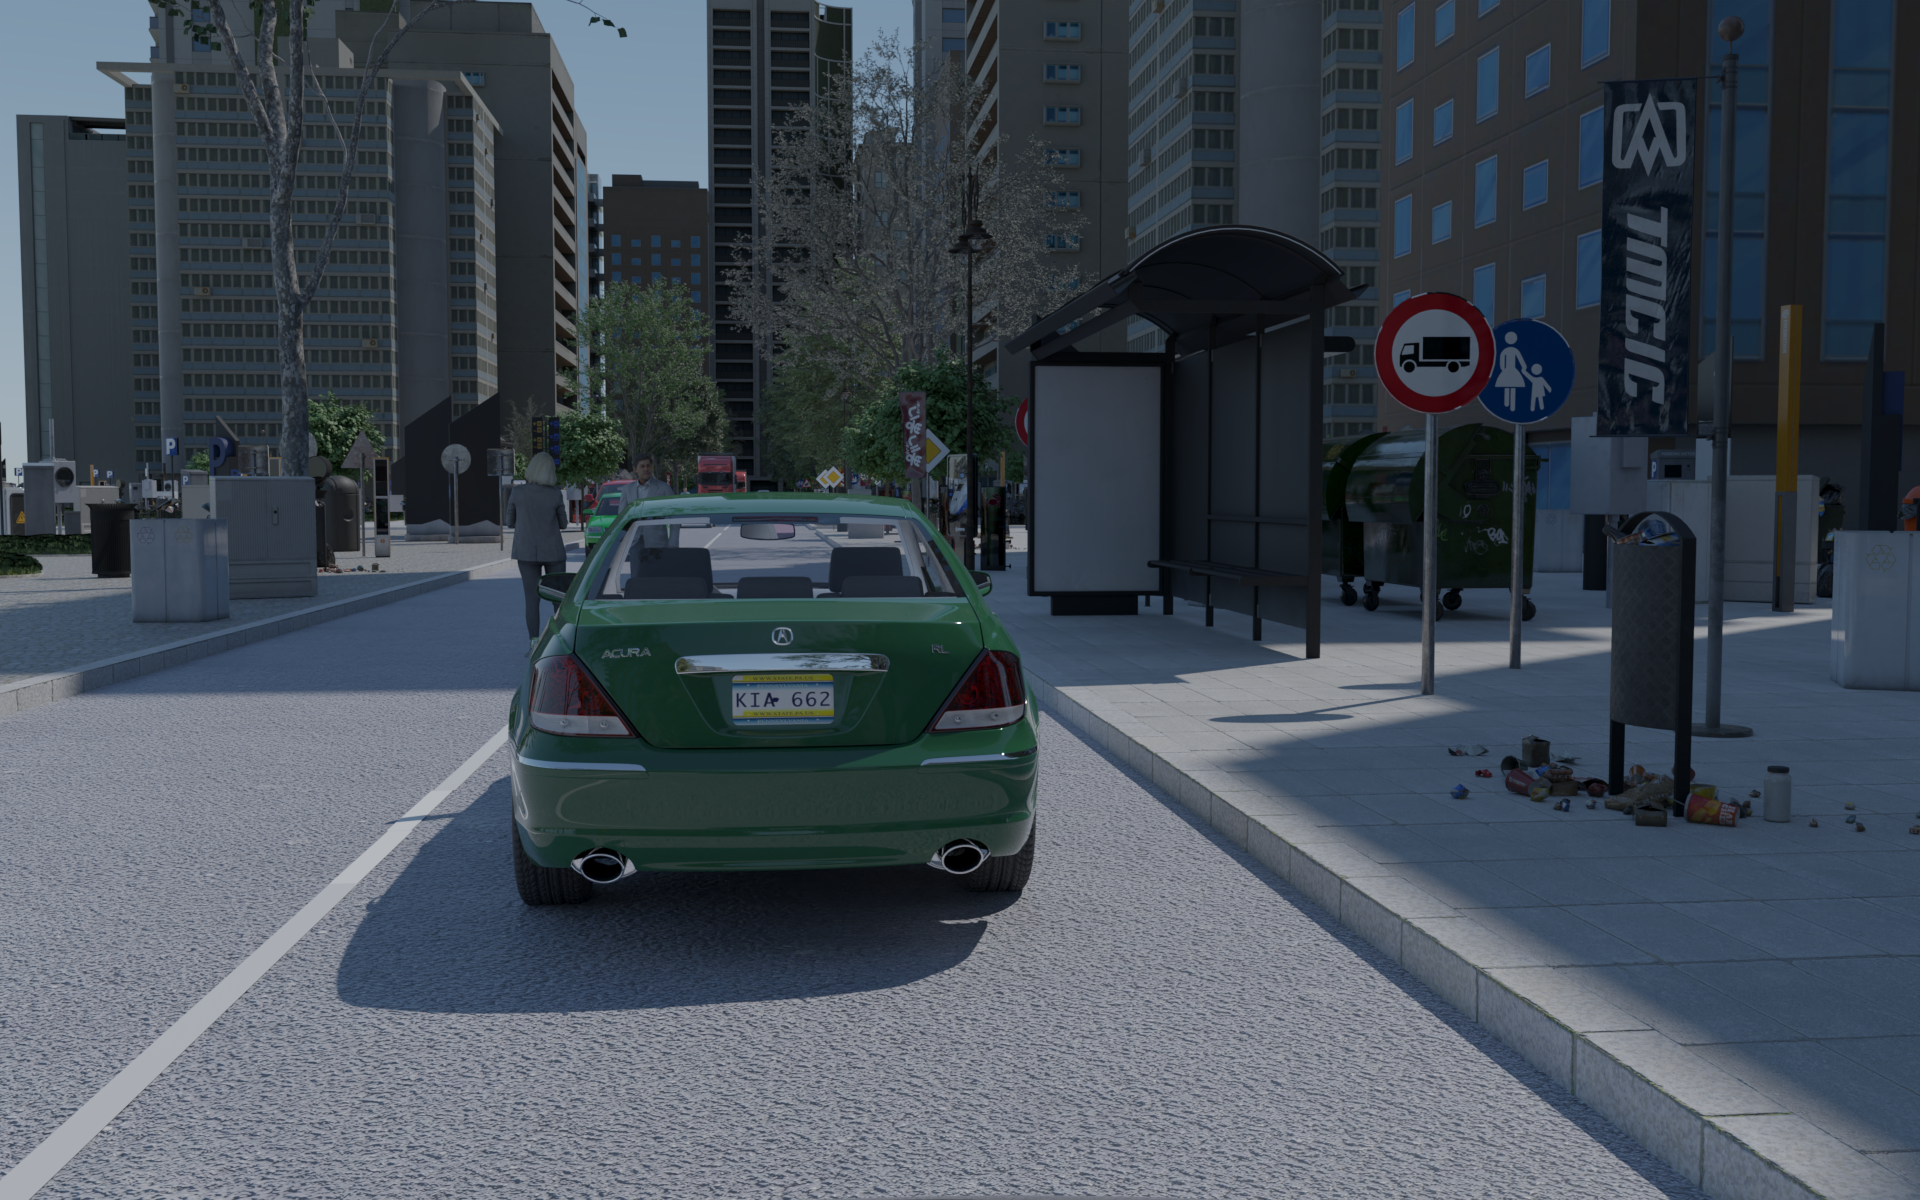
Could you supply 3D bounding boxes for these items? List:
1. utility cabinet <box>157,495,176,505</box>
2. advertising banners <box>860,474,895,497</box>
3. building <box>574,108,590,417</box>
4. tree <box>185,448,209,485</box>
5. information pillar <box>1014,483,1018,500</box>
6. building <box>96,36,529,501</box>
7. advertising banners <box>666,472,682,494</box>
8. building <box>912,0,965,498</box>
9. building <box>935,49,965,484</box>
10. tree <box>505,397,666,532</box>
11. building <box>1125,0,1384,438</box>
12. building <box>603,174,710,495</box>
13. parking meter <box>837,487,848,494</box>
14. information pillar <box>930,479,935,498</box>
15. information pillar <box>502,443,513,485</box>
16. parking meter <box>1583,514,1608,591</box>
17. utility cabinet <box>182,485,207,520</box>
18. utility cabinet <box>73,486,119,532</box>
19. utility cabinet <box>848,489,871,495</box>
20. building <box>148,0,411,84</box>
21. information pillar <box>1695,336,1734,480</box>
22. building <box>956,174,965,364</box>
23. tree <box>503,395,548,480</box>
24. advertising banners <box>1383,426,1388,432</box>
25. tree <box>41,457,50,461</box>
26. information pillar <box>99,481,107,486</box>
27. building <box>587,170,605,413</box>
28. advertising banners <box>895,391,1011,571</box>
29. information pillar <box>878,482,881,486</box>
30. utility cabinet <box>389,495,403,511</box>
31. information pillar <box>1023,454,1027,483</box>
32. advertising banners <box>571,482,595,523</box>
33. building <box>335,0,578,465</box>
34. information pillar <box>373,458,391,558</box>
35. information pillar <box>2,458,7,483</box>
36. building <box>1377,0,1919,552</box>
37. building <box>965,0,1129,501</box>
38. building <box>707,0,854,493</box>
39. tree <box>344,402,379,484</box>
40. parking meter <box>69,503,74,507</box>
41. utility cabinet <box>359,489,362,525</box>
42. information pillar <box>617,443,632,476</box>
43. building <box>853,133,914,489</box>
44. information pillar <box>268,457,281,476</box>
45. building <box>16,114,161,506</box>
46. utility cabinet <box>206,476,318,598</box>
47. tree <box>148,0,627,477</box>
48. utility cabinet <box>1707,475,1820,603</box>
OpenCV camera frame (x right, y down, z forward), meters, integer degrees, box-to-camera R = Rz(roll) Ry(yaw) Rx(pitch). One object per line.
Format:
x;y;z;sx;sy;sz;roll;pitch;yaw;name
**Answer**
-49.817;-5.968;108.740;1.020;1.237;0.306;0;4;3;utility cabinet
-2.561;-3.909;60.104;2.074;3.025;0.090;0;4;1;advertising banners
-49.814;-33.363;195.603;14.200;45.320;14.600;0;4;-6;building
-53.357;-8.522;123.051;4.285;4.588;4.351;0;3;0;tree
3.702;-6.583;112.120;0.304;2.012;0.304;-1;4;-12;information pillar
-54.171;-28.133;151.857;32.217;40.220;23.993;0;4;-6;building
-22.657;-8.677;138.050;0.090;3.025;2.074;3;4;38;advertising banners
5.279;-39.902;194.390;21.231;58.520;28.212;0;4;-6;building
5.106;-31.984;173.042;14.600;45.320;14.200;0;4;-6;building
-12.965;-4.604;58.982;4.285;4.588;4.351;0;3;0;tree
23.287;-25.049;101.438;23.993;40.220;32.217;0;4;-6;building
-42.592;-36.431;245.761;14.200;45.320;14.600;0;4;-6;building
-3.986;-3.076;58.704;0.372;1.533;0.369;0;3;0;parking meter
-1.252;-5.117;75.012;0.183;3.616;0.504;2;4;31;information pillar
-20.865;-5.418;79.936;0.504;3.616;0.183;-2;4;-35;information pillar
8.523;-0.899;23.114;0.372;1.533;0.369;0;3;0;parking meter
-18.837;-2.125;43.417;1.173;1.500;0.318;-1;4;-20;utility cabinet
-23.508;-2.355;47.177;0.318;1.500;1.173;2;4;26;utility cabinet
-4.776;-4.438;81.234;1.173;1.500;0.318;-2;4;-34;utility cabinet
-71.285;-39.557;188.762;28.212;58.520;21.231;0;4;-6;building
11.246;-2.108;25.824;0.504;3.616;0.183;2;4;34;information pillar
6.415;-23.714;159.426;14.160;30.474;14.107;0;4;-6;building
-32.420;-10.915;128.822;4.360;8.622;3.978;0;3;0;tree
10.971;-3.015;45.487;0.090;3.025;2.074;0;4;2;advertising banners
-42.613;-5.318;81.554;1.663;3.219;1.824;0;3;0;tree
-47.835;-5.640;96.701;0.304;2.012;0.304;-1;4;-11;information pillar
-65.650;-38.498;249.047;30.456;49.044;23.786;0;4;-6;building
-0.106;-2.017;29.165;2.074;3.025;0.090;2;4;25;advertising banners
-4.923;-7.150;108.260;0.504;3.616;0.183;-1;4;-21;information pillar
-33.493;-5.589;102.548;1.020;1.237;0.306;-3;5;-44;utility cabinet
3.904;-6.712;101.090;0.504;3.616;0.183;3;4;39;information pillar
-16.819;-4.867;75.770;2.074;3.025;0.090;-2;4;-34;advertising banners
-50.706;-33.721;175.040;21.300;48.544;21.600;0;4;-6;building
-11.701;-1.869;35.045;0.304;2.012;0.304;-1;4;-20;information pillar
-62.310;-7.429;112.823;0.183;3.616;0.504;1;4;15;information pillar
19.368;-23.917;41.150;14.600;45.320;14.200;0;4;-6;building
12.194;-31.346;136.216;21.300;48.544;21.600;0;4;-6;building
-25.759;-49.709;250.989;20.611;71.187;20.563;0;4;-6;building
-47.790;-11.428;137.215;4.737;8.622;4.395;0;3;0;tree
-59.918;-6.803;116.944;0.399;1.863;0.255;0;4;5;parking meter
-24.894;-3.776;70.411;1.173;1.500;0.318;-2;4;-24;utility cabinet
-14.713;-5.146;75.496;0.504;3.616;0.183;-2;4;-34;information pillar
-2.031;-40.873;257.512;27.495;52.752;28.713;0;4;-6;building
-13.612;-1.848;34.708;0.304;2.012;0.304;1;4;21;information pillar
-92.973;-30.998;190.415;14.086;41.232;14.154;0;4;-6;building
-8.566;-0.774;21.326;1.173;1.500;0.318;-3;4;-37;utility cabinet
-9.653;-10.232;23.180;12.611;20.169;13.585;0;3;0;tree
9.487;-0.723;20.504;1.173;1.500;0.318;3;5;41;utility cabinet
